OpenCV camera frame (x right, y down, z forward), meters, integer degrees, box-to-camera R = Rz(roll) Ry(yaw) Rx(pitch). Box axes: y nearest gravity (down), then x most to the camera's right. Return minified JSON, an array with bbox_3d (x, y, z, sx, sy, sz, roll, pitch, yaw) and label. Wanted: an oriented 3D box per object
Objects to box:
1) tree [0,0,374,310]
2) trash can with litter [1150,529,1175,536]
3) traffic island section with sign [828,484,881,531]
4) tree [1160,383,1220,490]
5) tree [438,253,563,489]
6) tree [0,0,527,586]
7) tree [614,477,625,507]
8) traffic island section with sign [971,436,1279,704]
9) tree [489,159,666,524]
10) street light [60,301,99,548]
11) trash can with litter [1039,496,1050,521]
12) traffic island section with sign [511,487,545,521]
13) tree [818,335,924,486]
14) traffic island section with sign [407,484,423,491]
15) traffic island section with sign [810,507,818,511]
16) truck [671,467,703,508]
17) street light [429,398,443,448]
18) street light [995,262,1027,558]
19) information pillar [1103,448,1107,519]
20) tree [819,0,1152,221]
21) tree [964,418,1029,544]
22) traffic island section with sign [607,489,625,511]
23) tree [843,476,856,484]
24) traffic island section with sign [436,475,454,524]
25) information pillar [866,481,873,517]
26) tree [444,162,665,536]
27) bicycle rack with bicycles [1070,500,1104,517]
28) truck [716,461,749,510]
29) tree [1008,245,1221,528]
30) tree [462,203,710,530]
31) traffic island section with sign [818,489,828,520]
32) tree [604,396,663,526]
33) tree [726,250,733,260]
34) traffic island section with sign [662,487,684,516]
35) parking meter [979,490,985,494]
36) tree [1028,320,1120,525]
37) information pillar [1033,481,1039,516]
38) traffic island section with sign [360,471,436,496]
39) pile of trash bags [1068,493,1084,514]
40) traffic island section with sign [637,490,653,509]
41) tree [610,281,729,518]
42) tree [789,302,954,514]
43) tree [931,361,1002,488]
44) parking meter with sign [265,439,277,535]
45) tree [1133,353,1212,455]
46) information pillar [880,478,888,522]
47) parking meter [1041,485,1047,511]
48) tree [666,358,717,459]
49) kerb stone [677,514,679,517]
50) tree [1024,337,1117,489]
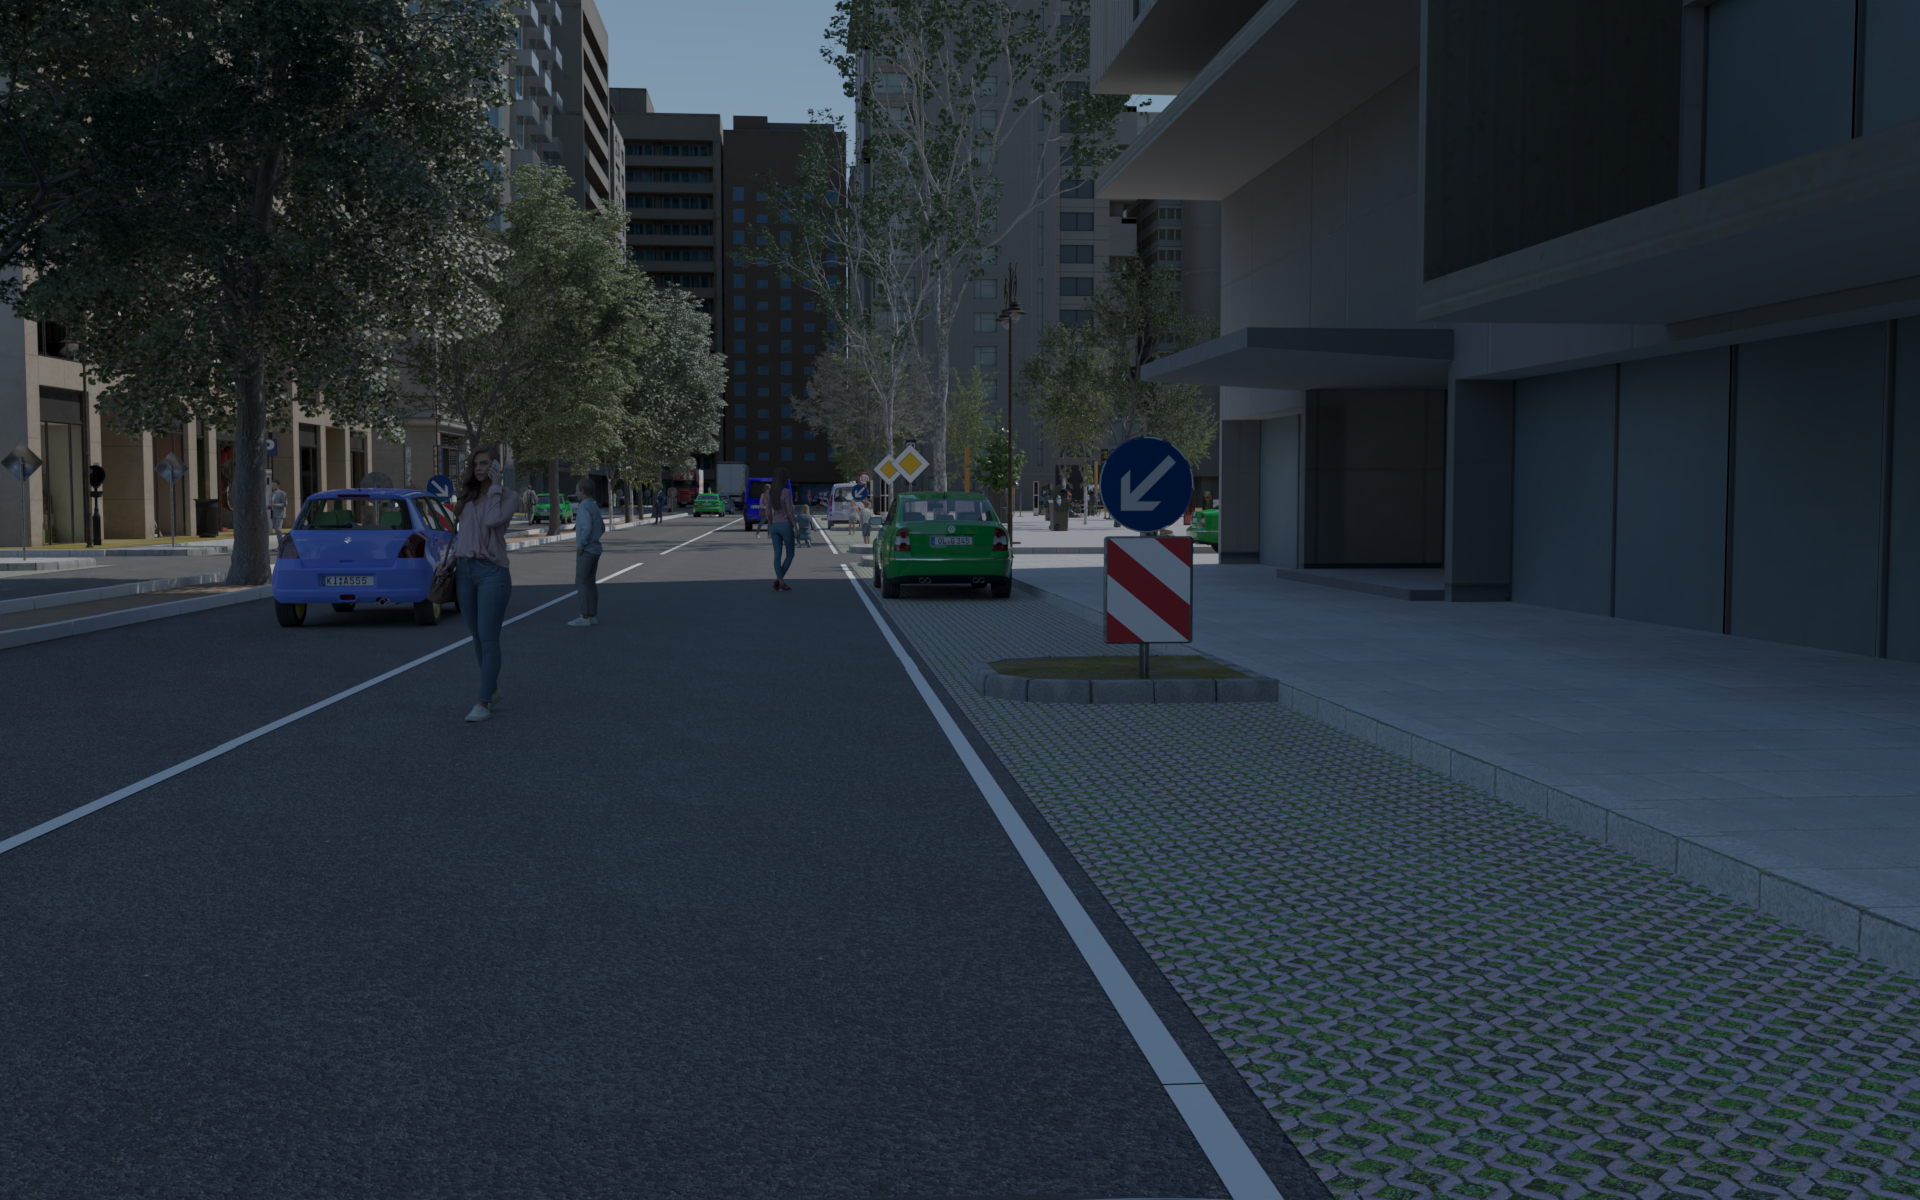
[{"bbox_3d":[-10.000,-4.941,17.658,8.767,10.594,7.601,0,4,-5],"label":"tree"},{"bbox_3d":[5.647,-2.317,49.264,1.055,1.170,0.624,3,5,39],"label":"trash can with litter"},{"bbox_3d":[-4.034,-3.595,67.411,1.989,1.847,2.006,0,4,-5],"label":"traffic island section with sign"},{"bbox_3d":[14.508,-9.887,112.022,4.737,8.622,4.395,0,3,0],"label":"tree"},{"bbox_3d":[-13.712,-6.035,51.491,4.360,8.622,3.978,0,3,0],"label":"tree"},{"bbox_3d":[-11.207,-7.208,26.959,9.857,13.997,8.962,0,3,0],"label":"tree"},{"bbox_3d":[-34.695,-11.102,176.116,1.663,3.219,1.824,0,3,0],"label":"tree"},{"bbox_3d":[1.111,-0.249,12.704,1.989,1.847,2.006,0,4,-5],"label":"traffic island section with sign"},{"bbox_3d":[-12.484,-6.615,45.018,8.767,10.594,7.601,0,4,-5],"label":"tree"},{"bbox_3d":[-20.816,-4.187,41.244,0.468,5.910,1.993,0,4,-5],"label":"street light"},{"bbox_3d":[4.446,-4.315,81.932,0.624,1.170,1.055,-3,5,-41],"label":"trash can with litter"},{"bbox_3d":[-23.325,-5.153,92.882,1.989,1.847,2.006,0,4,-5],"label":"traffic island section with sign"},{"bbox_3d":[-6.365,-12.511,122.680,7.486,12.596,7.792,0,3,0],"label":"tree"},{"bbox_3d":[-20.781,-3.500,65.849,1.989,1.847,2.006,0,4,-5],"label":"traffic island section with sign"},{"bbox_3d":[-13.865,-9.980,171.806,1.989,1.847,2.006,0,4,-5],"label":"traffic island section with sign"},{"bbox_3d":[-28.915,-11.939,184.119,2.839,4.237,11.283,0,4,-4],"label":"truck"},{"bbox_3d":[-24.538,-6.637,81.307,0.468,5.910,1.993,0,4,-5],"label":"street light"},{"bbox_3d":[1.006,-3.785,34.677,0.468,5.910,1.993,0,4,-5],"label":"street light"},{"bbox_3d":[7.460,-5.971,88.985,0.183,3.616,0.504,0,4,-2],"label":"information pillar"},{"bbox_3d":[-0.018,-12.065,53.155,12.611,20.169,13.585,0,3,0],"label":"tree"},{"bbox_3d":[0.916,-3.050,44.464,1.663,3.219,1.824,0,3,0],"label":"tree"},{"bbox_3d":[-28.023,-8.198,142.665,1.989,1.847,2.006,0,4,-5],"label":"traffic island section with sign"},{"bbox_3d":[-10.364,-10.017,158.385,1.663,3.219,1.824,0,3,0],"label":"tree"},{"bbox_3d":[-12.338,-2.046,41.584,2.006,1.907,1.989,0,4,-5],"label":"traffic island section with sign"},{"bbox_3d":[-4.928,-5.487,94.206,0.304,2.012,0.304,1,4,17],"label":"information pillar"},{"bbox_3d":[-14.062,-8.494,59.456,7.486,12.596,7.792,0,3,0],"label":"tree"},{"bbox_3d":[6.984,-5.250,99.225,2.852,0.926,2.925,2,4,28],"label":"bicycle rack with bicycles"},{"bbox_3d":[-20.142,-10.132,154.566,2.839,4.237,11.283,0,4,-4],"label":"truck"},{"bbox_3d":[6.039,-8.033,65.750,8.767,10.594,7.601,0,4,-5],"label":"tree"},{"bbox_3d":[-14.835,-9.088,68.050,9.611,12.733,9.660,0,3,0],"label":"tree"},{"bbox_3d":[-6.567,-5.237,94.247,1.989,1.847,2.006,0,4,-5],"label":"traffic island section with sign"},{"bbox_3d":[-15.529,-7.587,76.859,4.737,8.622,4.395,0,3,0],"label":"tree"},{"bbox_3d":[-4.824,-14.103,86.478,12.611,20.169,13.585,0,3,0],"label":"tree"},{"bbox_3d":[-19.393,-6.621,116.391,2.006,1.907,1.989,0,4,-5],"label":"traffic island section with sign"},{"bbox_3d":[1.458,-6.543,115.384,0.372,1.533,0.369,0,3,0],"label":"parking meter"},{"bbox_3d":[5.058,-7.471,72.511,4.737,8.622,4.395,0,3,0],"label":"tree"},{"bbox_3d":[4.425,-5.894,100.860,0.304,2.012,0.304,0,4,2],"label":"information pillar"},{"bbox_3d":[-11.653,-1.595,34.208,2.006,1.907,1.989,0,4,-5],"label":"traffic island section with sign"},{"bbox_3d":[7.544,-6.452,115.235,1.912,1.369,3.447,-1,4,-13],"label":"pile of trash bags"},{"bbox_3d":[-30.544,-9.839,169.503,1.989,1.847,2.006,0,4,-5],"label":"traffic island section with sign"},{"bbox_3d":[-18.308,-11.928,104.141,9.857,13.997,8.962,0,3,0],"label":"tree"},{"bbox_3d":[-5.798,-12.263,110.866,12.009,13.543,11.850,0,3,0],"label":"tree"},{"bbox_3d":[0.383,-8.929,96.358,4.737,8.622,4.395,0,3,0],"label":"tree"},{"bbox_3d":[-21.637,-3.508,53.610,0.543,3.016,1.738,0,4,-6],"label":"parking meter with sign"},{"bbox_3d":[10.564,-8.328,86.522,4.360,8.622,3.978,0,3,0],"label":"tree"},{"bbox_3d":[-3.459,-4.598,79.676,0.304,2.012,0.304,2,4,34],"label":"information pillar"},{"bbox_3d":[5.331,-6.366,109.794,0.399,1.863,0.255,0,4,-4],"label":"parking meter"},{"bbox_3d":[-15.929,-8.941,83.047,8.767,10.594,7.601,0,4,-5],"label":"tree"},{"bbox_3d":[-17.199,-5.022,104.315,0.120,0.150,1.000,0,4,-5],"label":"kerb stone"},{"bbox_3d":[4.931,-7.825,78.306,4.360,8.622,3.978,0,3,0],"label":"tree"}]
